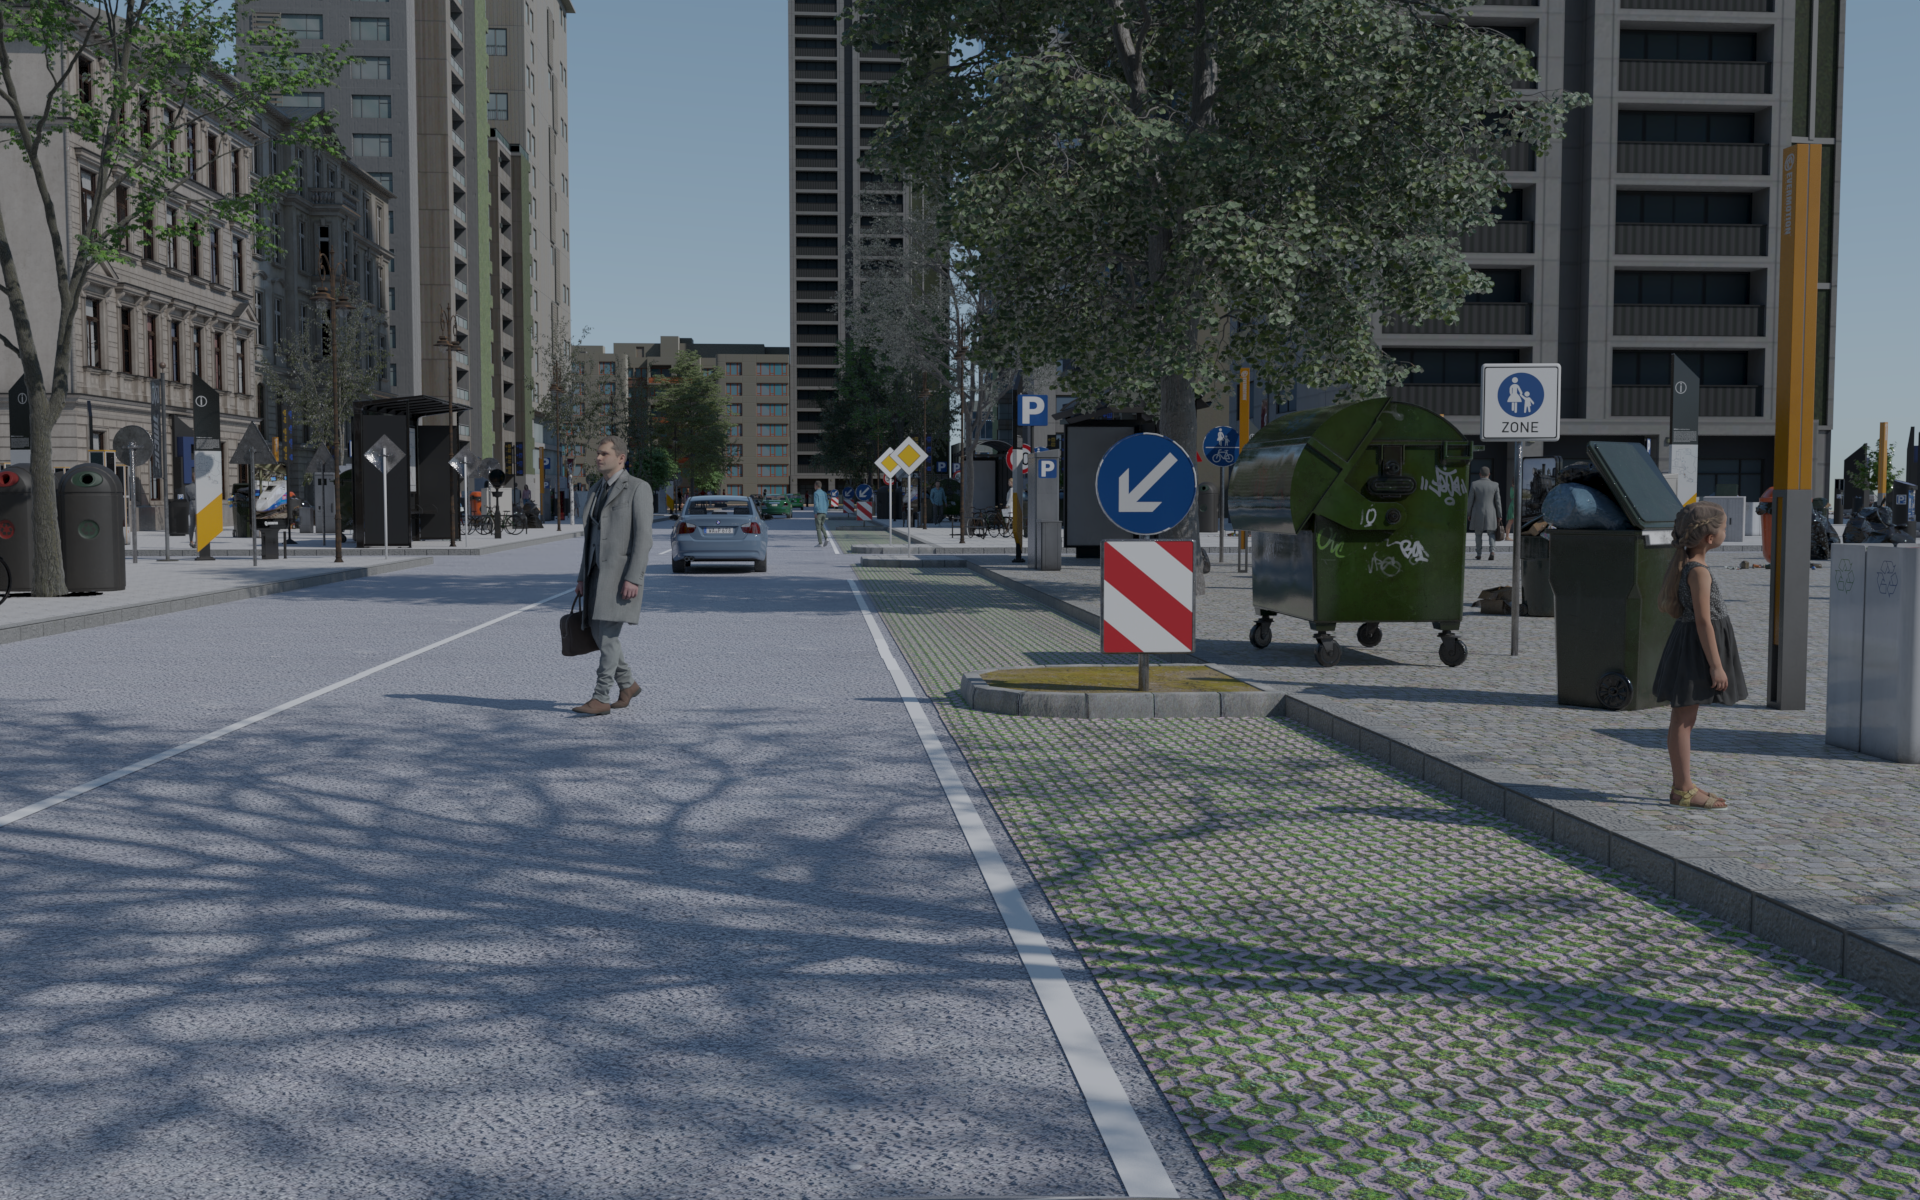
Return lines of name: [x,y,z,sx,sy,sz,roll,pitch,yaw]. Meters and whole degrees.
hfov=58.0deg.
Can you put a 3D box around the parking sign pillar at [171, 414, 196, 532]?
parking sign pillar: [-26.140,-4.316,59.034,1.447,3.967,1.447,2,4,26]

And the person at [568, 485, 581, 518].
person: [-20.263,-5.160,91.158,0.466,1.731,0.760,3,5,43]

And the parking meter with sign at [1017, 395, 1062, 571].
parking meter with sign: [1.403,-2.040,29.621,0.543,3.016,1.738,-1,4,-10]

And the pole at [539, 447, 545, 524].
pole: [-17.991,-4.936,74.540,0.158,3.312,0.155,0,3,0]

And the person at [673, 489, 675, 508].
person: [-23.666,-8.371,143.621,1.217,1.735,0.721,-2,4,-32]

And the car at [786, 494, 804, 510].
car: [-14.753,-8.845,153.408,1.959,1.807,4.718,0,4,-5]

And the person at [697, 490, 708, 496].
person: [-23.255,-9.201,156.443,1.348,1.831,0.705,-2,4,-32]

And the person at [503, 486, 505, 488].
person: [-28.978,-6.341,110.062,0.601,1.785,0.444,0,4,-5]

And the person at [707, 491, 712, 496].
person: [-27.294,-11.090,188.302,0.756,1.711,0.436,-1,4,-11]

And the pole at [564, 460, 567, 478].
pole: [-23.713,-6.752,104.242,0.158,3.312,0.155,0,3,0]

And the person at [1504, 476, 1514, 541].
person: [15.212,-2.519,47.480,0.529,1.795,0.600,1,4,15]

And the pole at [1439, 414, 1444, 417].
pole: [12.259,-3.091,44.373,0.158,3.312,0.155,0,3,0]

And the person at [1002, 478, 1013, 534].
person: [1.668,-2.964,54.850,0.624,1.780,0.694,2,4,35]

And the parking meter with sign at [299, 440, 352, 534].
parking meter with sign: [-20.609,-3.676,56.358,1.738,3.016,0.543,0,4,-1]

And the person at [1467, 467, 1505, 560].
person: [10.219,-1.683,33.666,0.694,1.812,0.767,1,4,12]

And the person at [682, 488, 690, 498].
person: [-22.878,-8.541,145.714,1.348,1.821,0.705,-1,4,-15]

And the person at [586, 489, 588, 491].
person: [-41.233,-11.340,191.479,0.705,1.821,1.348,1,4,12]

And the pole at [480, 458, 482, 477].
pole: [-27.302,-6.403,98.534,0.158,3.312,0.155,0,3,0]

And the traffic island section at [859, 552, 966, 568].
traffic island section: [-0.980,-0.769,34.855,2.009,0.180,2.903,0,4,-5]

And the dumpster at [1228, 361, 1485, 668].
dumpster: [3.060,-0.677,13.560,1.502,2.255,1.985,0,4,-5]

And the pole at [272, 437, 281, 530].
pole: [-24.534,-4.177,62.143,0.158,3.312,0.155,0,3,0]

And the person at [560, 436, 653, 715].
person: [-2.325,-0.169,11.371,0.694,1.812,0.767,3,4,37]

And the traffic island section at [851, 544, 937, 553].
traffic island section: [-1.676,-1.256,42.810,2.009,0.180,2.903,0,4,-5]

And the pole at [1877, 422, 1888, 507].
pole: [26.142,-3.380,49.100,0.158,3.312,0.155,0,3,0]

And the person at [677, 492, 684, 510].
person: [-22.986,-8.131,142.219,0.697,1.427,0.421,3,4,38]

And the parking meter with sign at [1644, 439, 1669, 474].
parking meter with sign: [22.369,-3.545,54.229,1.738,3.016,0.543,2,4,31]

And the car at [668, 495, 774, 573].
car: [-4.549,-1.281,32.948,2.014,1.417,4.499,0,4,-7]

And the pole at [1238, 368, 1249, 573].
pole: [4.611,-2.098,28.144,0.158,3.312,0.155,0,3,0]

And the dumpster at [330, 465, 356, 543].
dumpster: [-15.840,-2.676,46.252,1.502,2.255,1.985,0,4,-5]

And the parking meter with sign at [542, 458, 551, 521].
parking meter with sign: [-19.668,-5.251,82.119,0.543,3.016,1.738,-1,4,-15]

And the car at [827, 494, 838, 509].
car: [-12.188,-9.193,160.526,2.015,1.641,3.980,0,4,-5]

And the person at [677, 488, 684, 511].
person: [-21.142,-7.603,131.172,0.721,1.723,1.217,-2,4,-29]

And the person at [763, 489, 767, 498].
person: [-14.595,-7.436,130.089,0.705,1.822,1.348,0,4,4]

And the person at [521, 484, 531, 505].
person: [-24.128,-5.521,96.318,0.555,1.821,0.388,-1,4,-17]

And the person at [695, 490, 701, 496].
person: [-27.430,-10.602,180.110,1.217,1.735,0.721,1,4,18]

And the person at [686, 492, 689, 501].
person: [-20.025,-7.185,126.744,0.599,1.433,0.991,0,4,-8]

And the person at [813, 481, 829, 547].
person: [-3.750,-2.315,46.687,0.444,1.785,0.601,3,5,45]

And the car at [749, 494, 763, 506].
car: [-22.463,-11.056,190.545,2.009,1.686,4.222,0,4,-4]

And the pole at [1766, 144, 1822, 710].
pole: [4.934,-1.003,10.247,0.158,3.312,0.155,0,3,0]

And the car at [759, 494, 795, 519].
car: [-10.854,-5.533,102.258,2.131,1.459,4.920,0,4,-4]

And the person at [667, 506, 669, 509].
person: [-25.422,-8.783,150.198,0.434,1.755,0.990,0,4,-6]

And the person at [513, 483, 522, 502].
person: [-21.982,-4.875,85.531,0.755,1.850,0.659,3,5,40]

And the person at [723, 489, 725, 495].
person: [-25.270,-10.993,185.723,0.705,1.831,1.348,0,4,0]

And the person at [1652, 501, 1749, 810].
person: [3.056,0.219,7.135,0.373,1.253,0.362,1,4,19]

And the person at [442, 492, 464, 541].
person: [-13.997,-2.552,47.751,0.573,1.828,0.580,0,4,0]

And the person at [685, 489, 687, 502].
person: [-24.830,-9.226,157.560,0.621,1.740,0.551,3,5,42]

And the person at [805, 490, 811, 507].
person: [-16.827,-11.177,191.201,0.705,1.831,1.348,-2,4,-35]

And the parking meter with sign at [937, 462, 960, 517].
parking meter with sign: [-0.576,-6.129,96.476,0.543,3.016,1.738,2,4,30]

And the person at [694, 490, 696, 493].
person: [-28.356,-10.854,184.225,0.721,1.743,1.217,-1,4,-14]

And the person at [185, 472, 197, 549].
person: [-17.892,-2.101,40.669,0.520,1.790,0.573,0,4,-1]

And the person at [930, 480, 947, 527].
person: [-0.873,-3.823,68.564,0.660,1.820,0.620,-2,4,-24]
